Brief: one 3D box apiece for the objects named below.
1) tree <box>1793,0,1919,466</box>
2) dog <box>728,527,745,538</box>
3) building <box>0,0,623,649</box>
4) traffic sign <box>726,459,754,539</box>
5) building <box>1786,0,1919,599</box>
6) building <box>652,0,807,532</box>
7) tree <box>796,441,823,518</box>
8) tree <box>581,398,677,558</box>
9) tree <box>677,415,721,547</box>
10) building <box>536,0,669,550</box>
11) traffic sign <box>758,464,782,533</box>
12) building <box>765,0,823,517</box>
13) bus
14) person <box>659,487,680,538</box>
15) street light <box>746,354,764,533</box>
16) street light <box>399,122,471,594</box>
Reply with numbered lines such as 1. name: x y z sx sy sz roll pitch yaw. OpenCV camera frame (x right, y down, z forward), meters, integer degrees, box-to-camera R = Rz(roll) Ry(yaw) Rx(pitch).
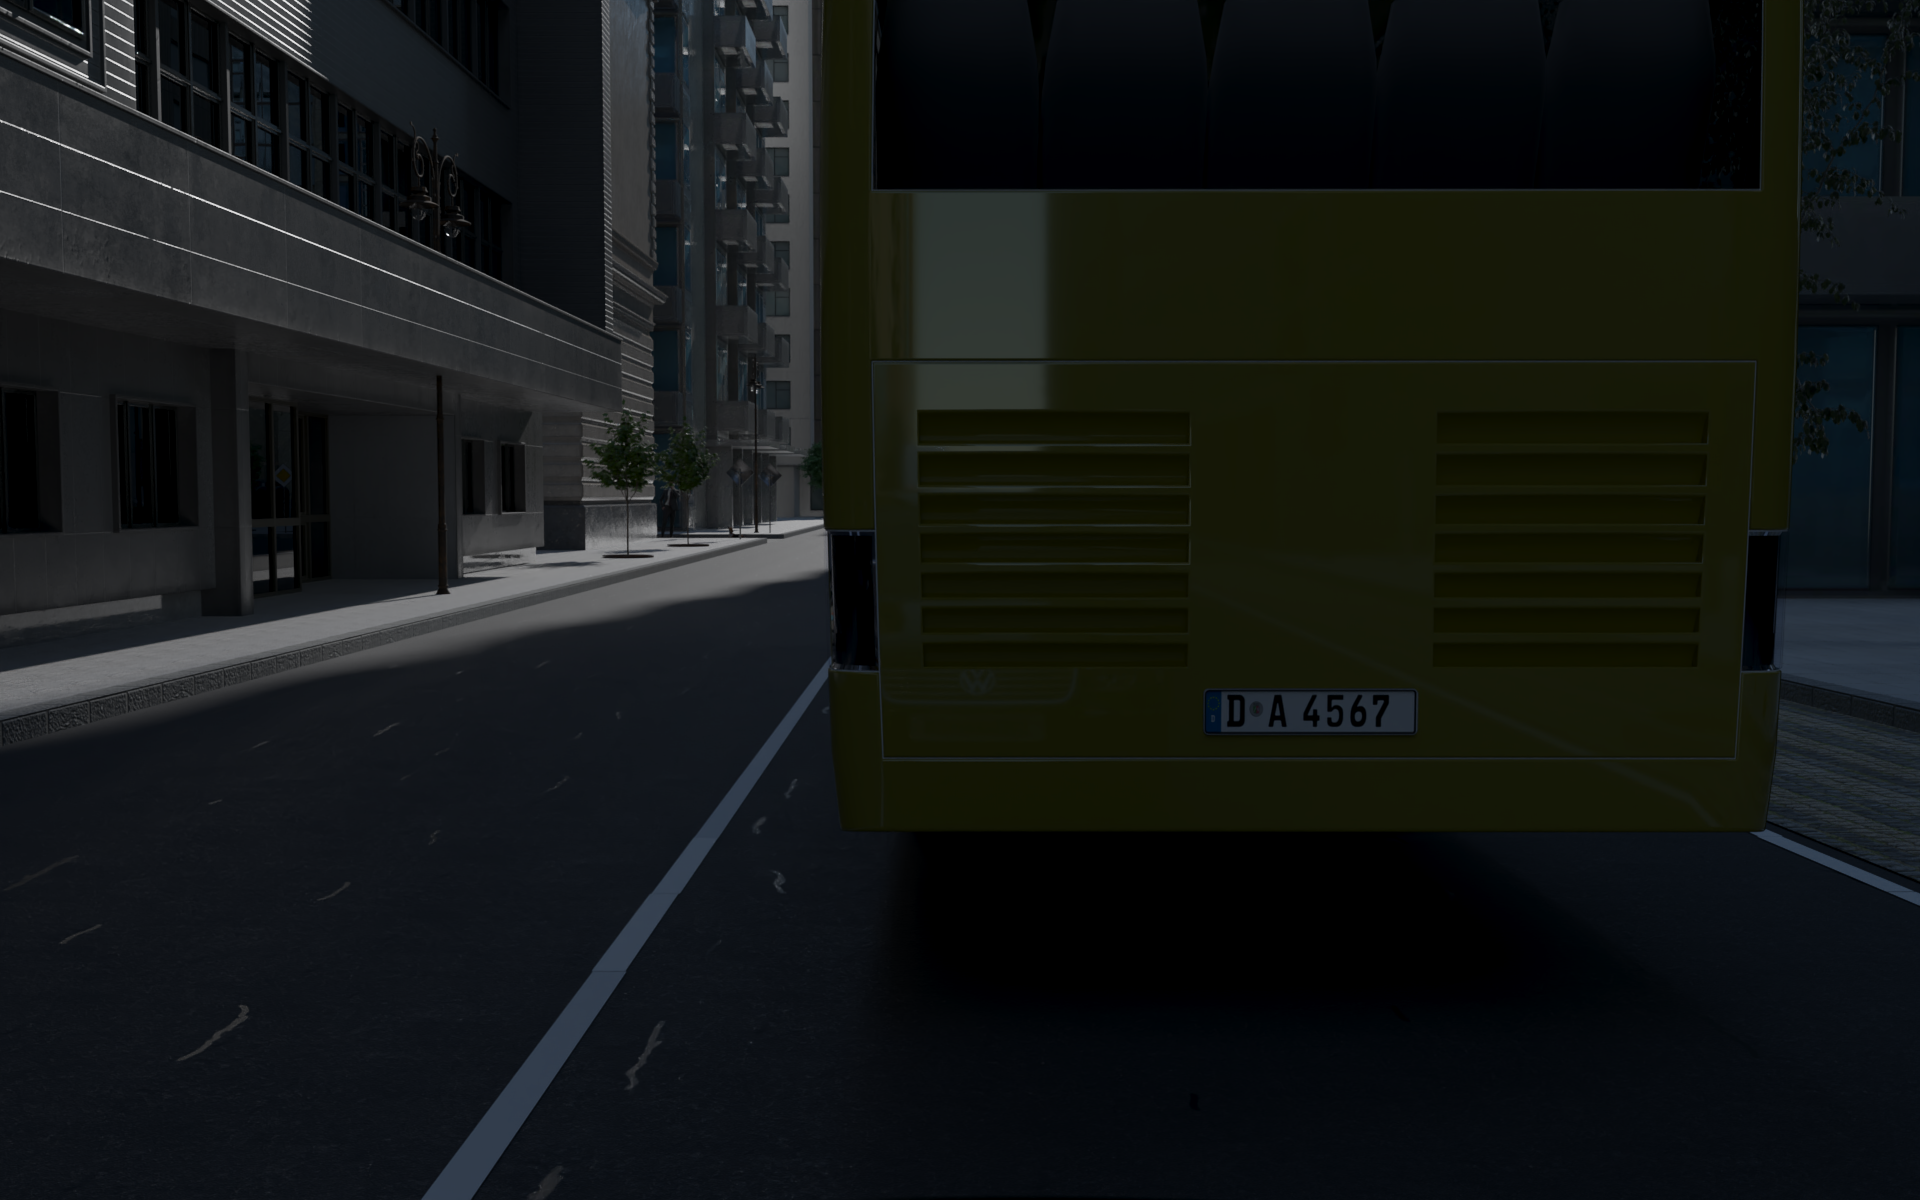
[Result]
1. tree: 6.884 -3.994 15.660 4.360 8.622 3.978 0 3 0
2. dog: -7.073 -2.115 54.771 0.748 0.427 0.550 1 4 15
3. building: -13.276 -12.111 17.084 14.314 24.678 30.058 0 4 0
4. traffic sign: -6.208 -2.769 48.909 0.795 2.450 0.064 0 4 0
5. building: 17.771 -25.264 32.672 23.786 49.044 30.456 0 4 0
6. building: -18.910 -27.565 70.298 23.786 49.044 30.456 0 4 0
7. tree: -7.113 -6.651 92.460 4.285 4.588 4.351 0 3 0
8. tree: -6.762 -2.472 35.014 1.663 3.219 1.824 0 3 0
9. tree: -6.802 -2.922 42.374 1.663 3.219 1.824 0 3 0
10. building: -17.790 -13.125 43.475 19.941 23.489 11.050 0 4 0
11. traffic sign: -6.243 -3.257 56.894 0.795 2.450 0.064 0 4 0
12. building: -12.373 -25.516 100.779 14.154 41.232 14.086 0 4 0
13. bus: 0.915 -1.158 10.485 2.896 3.916 12.252 0 4 0
14. person: -8.978 -2.798 53.614 0.648 1.900 0.474 -1 4 -15
15. street light: -6.734 -5.159 57.130 0.468 5.910 1.993 0 4 0
16. street light: -6.628 -3.012 22.033 0.468 5.910 1.993 0 4 0
